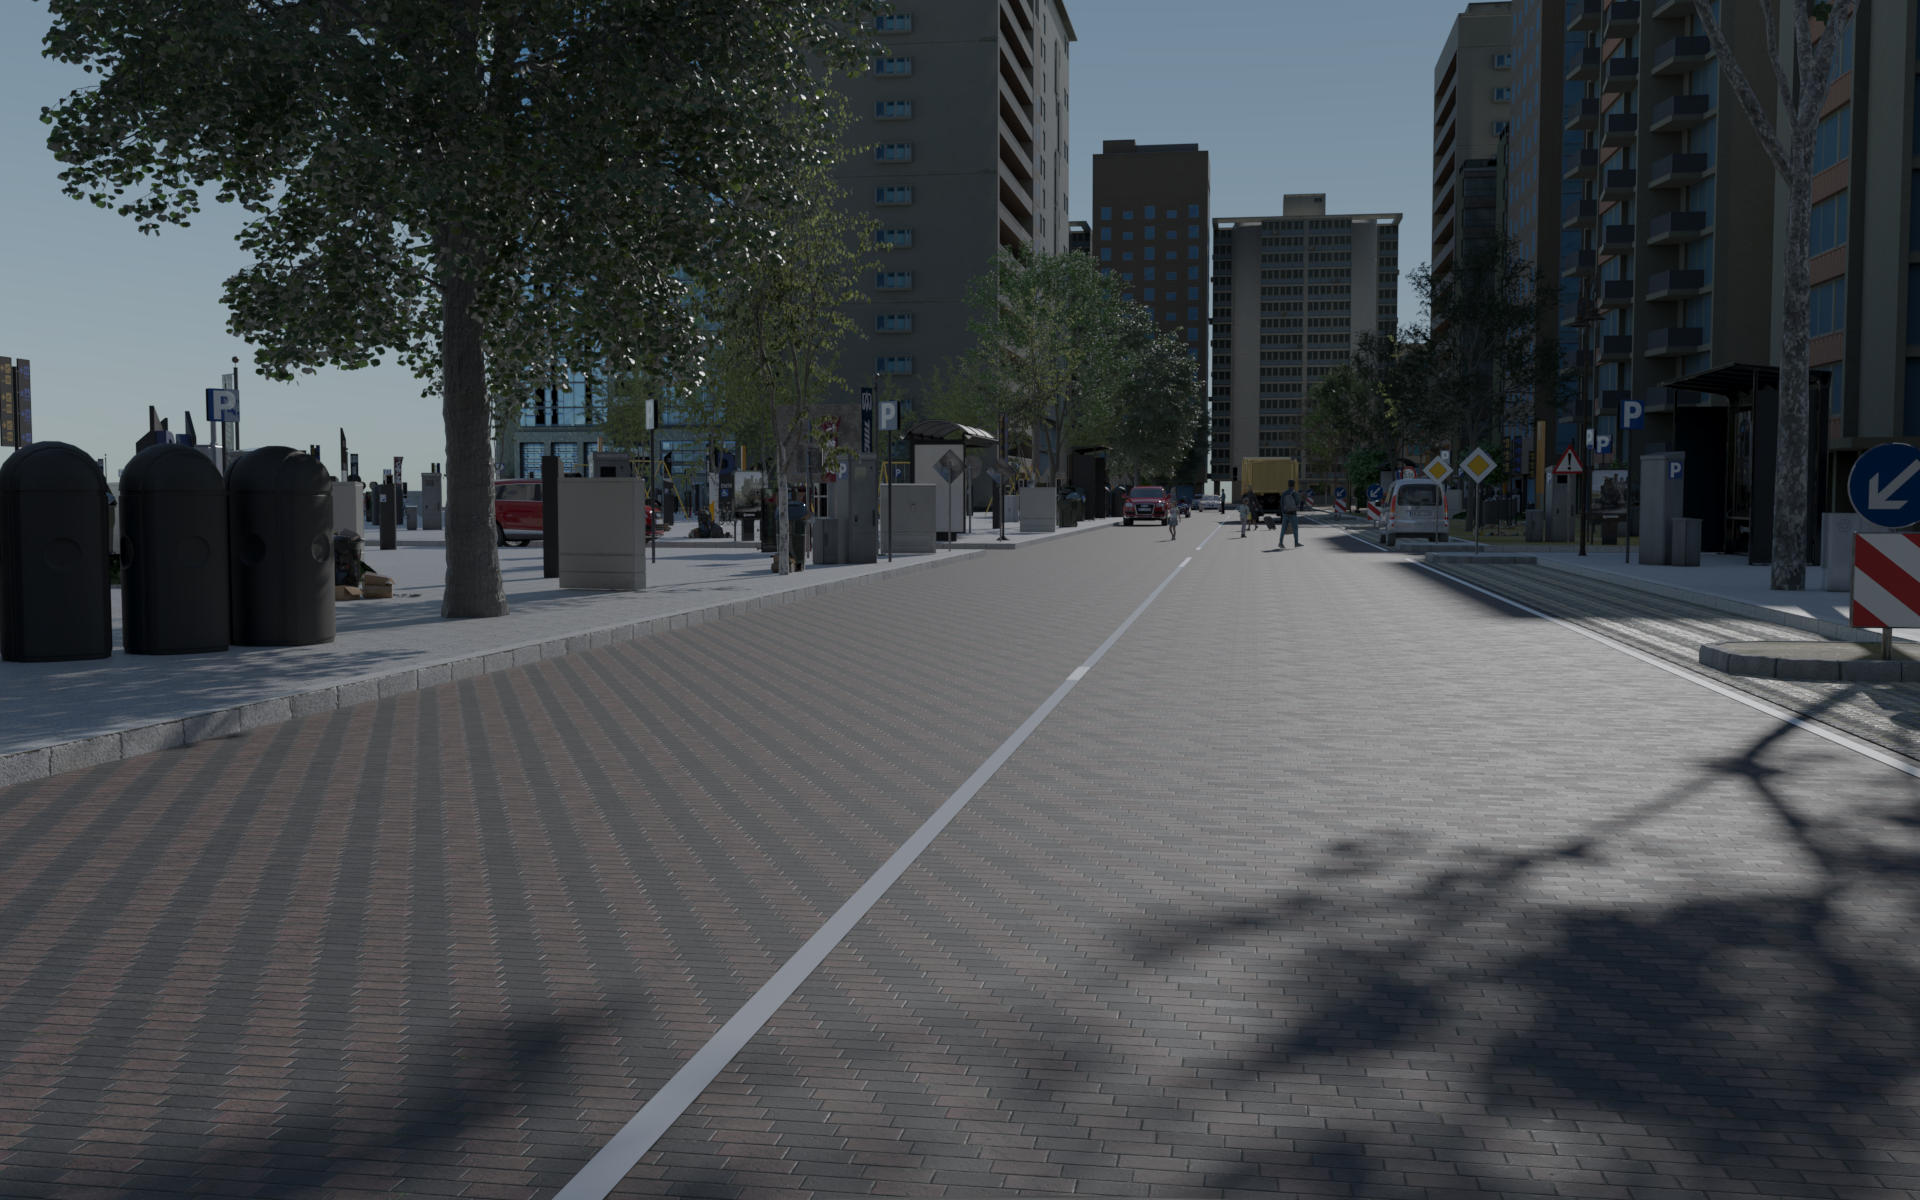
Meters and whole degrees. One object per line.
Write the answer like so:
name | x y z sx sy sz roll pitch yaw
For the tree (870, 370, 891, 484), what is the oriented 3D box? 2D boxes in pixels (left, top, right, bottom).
tree | -4.855 -9.289 102.241 4.737 8.622 4.395 0 3 0

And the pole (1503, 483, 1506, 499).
pole | 34.835 -7.150 110.746 0.158 3.312 0.155 0 3 0

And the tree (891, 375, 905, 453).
tree | -0.858 -9.010 97.668 4.737 8.622 4.395 0 3 0

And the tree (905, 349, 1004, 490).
tree | 0.298 -8.412 87.899 4.737 8.622 4.395 0 3 0

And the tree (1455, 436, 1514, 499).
tree | 29.451 -6.928 96.993 4.285 4.588 4.351 0 3 0

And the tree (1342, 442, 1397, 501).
tree | 24.694 -7.396 104.634 4.285 4.588 4.351 0 3 0

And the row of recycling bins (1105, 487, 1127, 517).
row of recycling bins | 7.477 -5.435 95.969 3.534 1.692 1.069 -1 4 -14

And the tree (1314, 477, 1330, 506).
tree | 39.965 -12.056 191.719 1.663 3.219 1.824 0 3 0

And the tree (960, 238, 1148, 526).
tree | 3.793 -8.813 69.850 9.928 11.665 9.643 0 3 0

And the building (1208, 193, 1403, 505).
building | 44.812 -32.716 226.793 23.993 40.220 32.217 1 4 9

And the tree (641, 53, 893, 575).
tree | -2.888 -4.689 27.026 4.360 8.622 3.978 0 3 0

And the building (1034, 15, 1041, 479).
building | -0.714 -30.661 151.418 14.600 45.320 14.200 1 4 9

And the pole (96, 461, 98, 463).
pole | -53.231 -6.907 106.774 0.158 3.312 0.155 0 3 0

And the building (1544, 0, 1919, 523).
building | 47.369 -27.223 99.715 22.147 44.769 28.867 1 4 9

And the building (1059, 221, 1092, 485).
building | 6.529 -33.091 232.925 23.993 40.220 32.217 1 4 9

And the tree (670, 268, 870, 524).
tree | -6.104 -6.483 56.358 4.737 8.622 4.395 0 3 0

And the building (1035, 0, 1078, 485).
building | -3.324 -35.823 174.944 27.495 52.752 28.713 1 4 9

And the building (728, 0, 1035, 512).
building | -6.106 -31.215 134.074 21.300 48.544 21.600 1 4 9

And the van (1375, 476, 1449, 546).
van | 12.719 -2.546 48.640 2.013 2.044 4.112 1 4 9

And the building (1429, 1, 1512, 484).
building | 57.629 -33.262 167.536 21.300 48.544 21.600 1 4 9

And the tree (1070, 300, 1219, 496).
tree | 11.689 -12.616 112.935 9.857 13.997 8.962 0 3 0

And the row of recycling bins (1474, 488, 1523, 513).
row of recycling bins | 35.664 -6.616 115.286 3.534 1.692 1.069 0 4 -2

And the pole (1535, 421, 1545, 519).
pole | 16.238 -3.341 48.471 0.158 3.312 0.155 0 3 0

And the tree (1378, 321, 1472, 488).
tree | 19.689 -7.510 73.145 4.360 8.622 3.978 0 3 0

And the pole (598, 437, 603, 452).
pole | -12.965 -4.199 62.495 0.158 3.312 0.155 0 3 0

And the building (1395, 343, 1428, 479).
building | 70.536 -22.986 220.868 28.899 21.520 27.650 1 4 9

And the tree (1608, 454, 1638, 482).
tree | 31.545 -5.443 83.596 1.663 3.219 1.824 0 3 0

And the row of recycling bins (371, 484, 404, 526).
row of recycling bins | -23.859 -3.989 72.331 1.069 1.692 3.534 -1 4 -10

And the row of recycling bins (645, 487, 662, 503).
row of recycling bins | -20.639 -6.712 116.858 1.069 1.692 3.534 -1 4 -12

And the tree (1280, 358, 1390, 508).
tree | 33.903 -14.997 155.575 12.009 13.543 11.850 0 3 0

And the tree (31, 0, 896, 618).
tree | -5.053 -6.793 17.726 9.857 13.997 8.962 0 3 0

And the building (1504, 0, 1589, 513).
building | 46.955 -28.892 122.497 14.600 45.320 14.200 1 4 9

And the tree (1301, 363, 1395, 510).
tree | 30.612 -12.861 136.025 9.928 11.665 9.643 0 3 0

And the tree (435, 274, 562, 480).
tree | -14.239 -6.280 53.038 4.360 8.622 3.978 0 3 0

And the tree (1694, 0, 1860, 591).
tree | 10.072 -10.262 23.675 12.611 20.169 13.585 0 3 0

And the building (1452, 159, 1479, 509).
building | 50.158 -23.200 151.016 14.160 30.474 14.107 1 4 9

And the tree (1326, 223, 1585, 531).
tree | 17.801 -7.629 59.145 7.601 10.594 8.767 0 4 -8

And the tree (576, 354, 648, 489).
tree | -13.863 -7.531 73.490 4.737 8.622 4.395 0 3 0

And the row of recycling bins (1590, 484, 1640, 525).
row of recycling bins | 28.185 -4.057 73.444 3.534 1.692 1.069 -2 4 -27

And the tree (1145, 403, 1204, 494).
tree | 21.163 -14.810 176.550 7.601 10.594 8.767 -1 4 -12

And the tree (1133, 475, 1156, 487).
tree | 14.055 -8.416 132.210 1.663 3.219 1.824 0 3 0

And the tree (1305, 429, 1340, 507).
tree | 37.525 -13.957 178.553 4.737 8.622 4.395 0 3 0

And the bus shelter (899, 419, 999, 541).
bus shelter | -0.195 -3.403 49.561 2.014 3.302 5.546 1 4 10

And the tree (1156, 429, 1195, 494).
tree | 20.301 -13.148 165.335 4.737 8.622 4.395 0 3 0

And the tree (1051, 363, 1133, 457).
tree | 7.234 -8.793 94.122 4.737 8.622 4.395 0 3 0

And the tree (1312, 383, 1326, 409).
tree | 22.770 -9.535 90.314 8.767 10.594 7.601 0 4 7

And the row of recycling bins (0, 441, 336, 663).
row of recycling bins | -6.758 -0.414 13.885 1.069 1.692 3.534 3 5 45

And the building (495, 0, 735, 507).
building | -32.860 -53.106 180.952 31.000 86.520 22.319 1 4 9

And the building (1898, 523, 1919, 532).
building | 43.012 -24.758 59.422 28.867 44.769 22.147 1 4 9

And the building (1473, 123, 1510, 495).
building | 49.208 -22.336 136.898 14.160 30.474 14.107 1 4 9

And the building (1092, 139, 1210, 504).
building | 24.555 -34.935 221.301 14.200 45.320 14.600 1 4 9

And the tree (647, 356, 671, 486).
tree | -9.035 -6.934 63.735 4.737 8.622 4.395 0 3 0

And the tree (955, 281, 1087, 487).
tree | 2.296 -6.685 59.655 4.360 8.622 3.978 0 3 0

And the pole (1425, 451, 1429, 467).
pole | 21.927 -5.352 81.344 0.158 3.312 0.155 0 3 0
